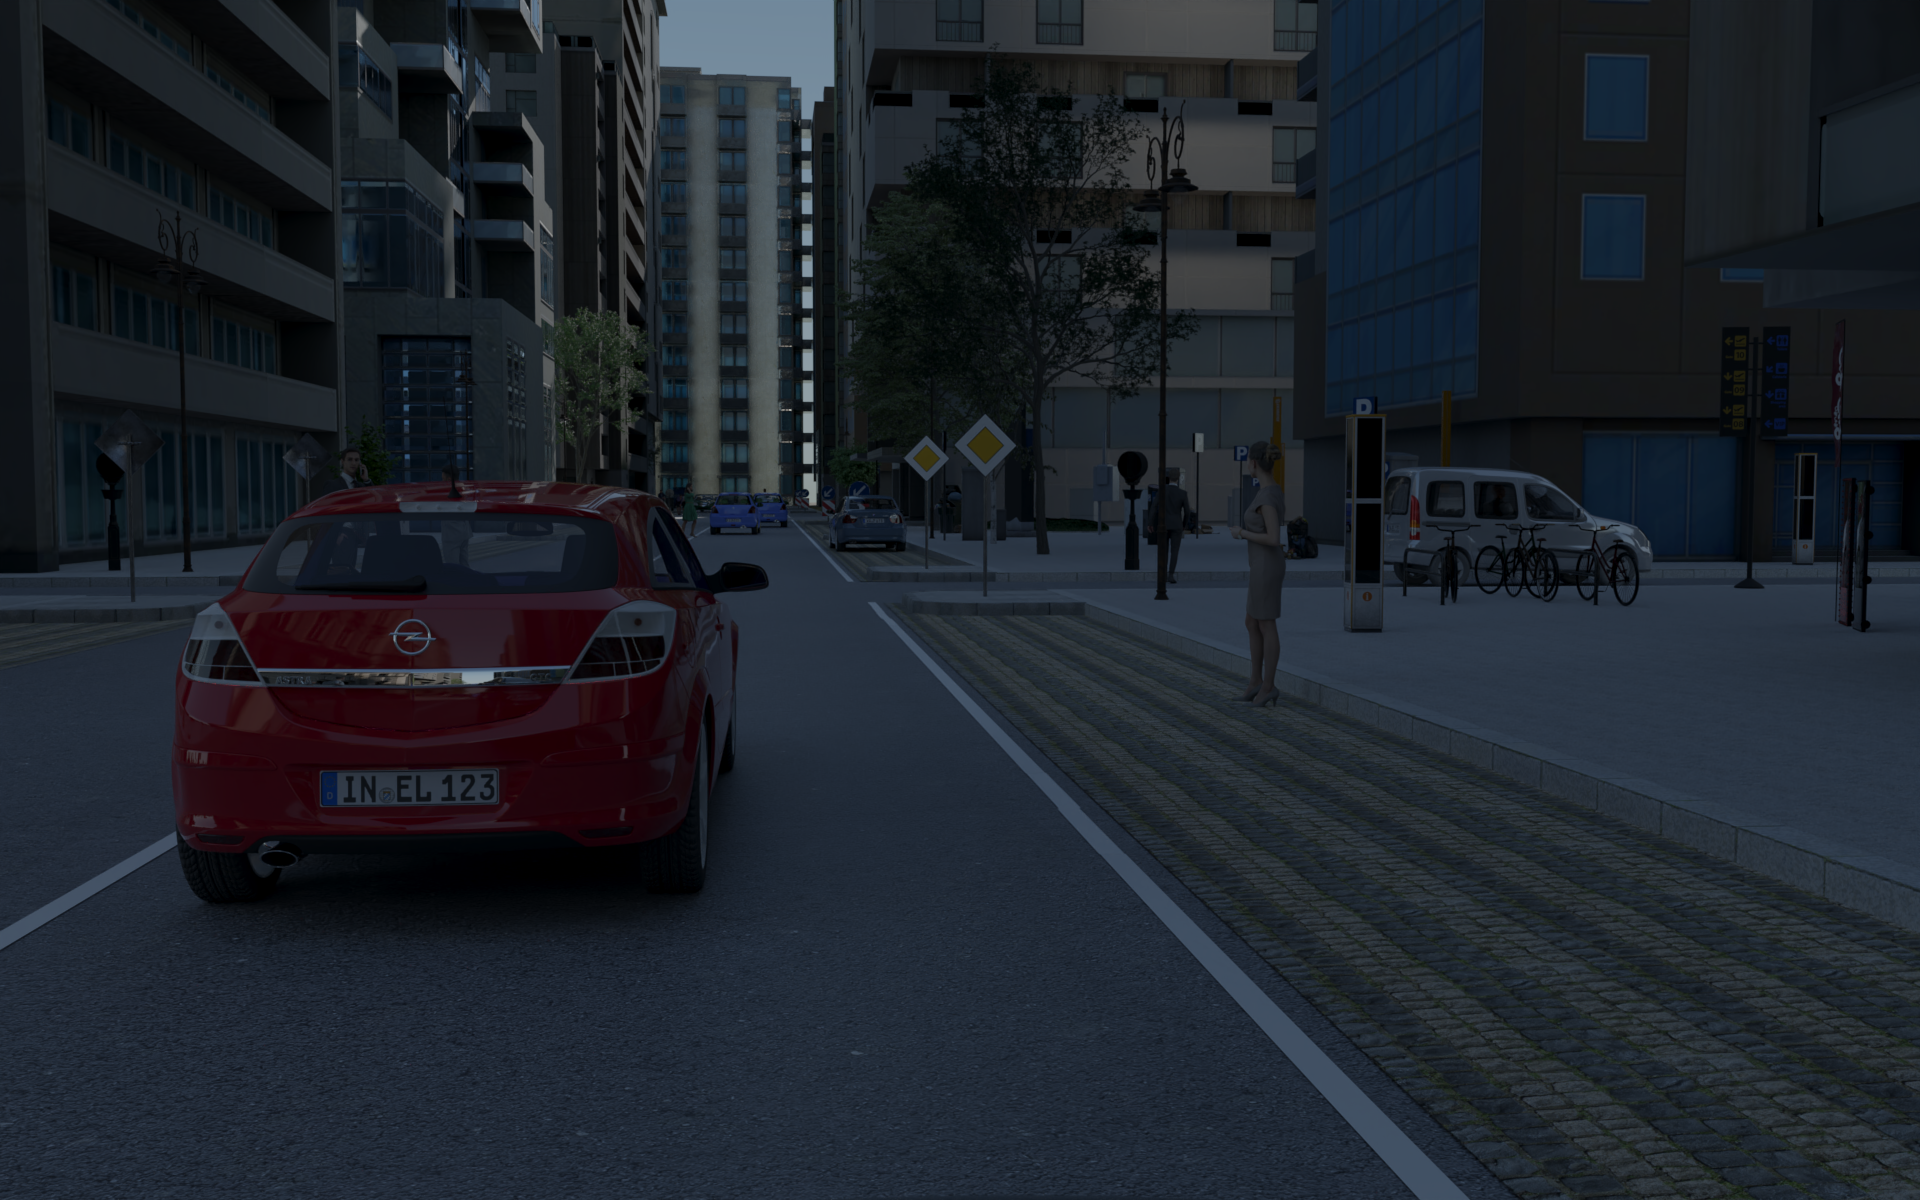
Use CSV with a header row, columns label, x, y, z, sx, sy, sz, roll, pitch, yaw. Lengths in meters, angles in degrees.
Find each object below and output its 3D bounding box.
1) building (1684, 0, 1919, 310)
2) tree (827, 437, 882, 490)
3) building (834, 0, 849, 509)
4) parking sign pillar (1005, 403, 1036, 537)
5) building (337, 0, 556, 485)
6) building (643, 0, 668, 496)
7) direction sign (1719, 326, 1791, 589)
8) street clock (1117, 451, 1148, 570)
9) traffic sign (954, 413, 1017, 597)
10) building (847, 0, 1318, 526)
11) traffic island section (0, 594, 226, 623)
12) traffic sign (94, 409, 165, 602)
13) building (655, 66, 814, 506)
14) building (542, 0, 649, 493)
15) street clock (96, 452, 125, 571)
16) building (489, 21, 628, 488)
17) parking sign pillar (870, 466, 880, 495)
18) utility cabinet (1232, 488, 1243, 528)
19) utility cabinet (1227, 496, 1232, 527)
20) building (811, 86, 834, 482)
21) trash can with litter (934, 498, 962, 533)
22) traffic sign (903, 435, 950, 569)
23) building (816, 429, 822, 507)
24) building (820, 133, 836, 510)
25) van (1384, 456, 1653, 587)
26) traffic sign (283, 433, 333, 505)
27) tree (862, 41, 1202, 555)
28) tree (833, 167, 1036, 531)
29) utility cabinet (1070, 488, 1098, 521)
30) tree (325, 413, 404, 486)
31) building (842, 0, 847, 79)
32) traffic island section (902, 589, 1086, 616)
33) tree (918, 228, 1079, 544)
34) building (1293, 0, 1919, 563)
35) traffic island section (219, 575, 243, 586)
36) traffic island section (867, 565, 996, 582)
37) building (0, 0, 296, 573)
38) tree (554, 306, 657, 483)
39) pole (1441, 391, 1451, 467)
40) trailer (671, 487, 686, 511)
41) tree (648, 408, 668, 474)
label,x,y,z,sx,sy,sz,roll,pitch,yaw
building,11.798,-19.808,7.458,14.154,41.232,14.086,0,4,-6
tree,-6.033,-7.117,100.077,4.285,4.588,4.351,0,3,0
building,-2.282,-27.171,127.841,14.154,41.232,14.086,0,4,-6
parking sign pillar,1.771,-3.871,51.769,1.447,3.967,1.447,-1,4,-21
building,-27.885,-46.256,68.954,22.319,86.520,31.000,0,4,-6
building,-41.741,-34.997,161.438,27.495,52.752,28.713,0,4,-6
direction sign,10.763,-1.928,23.515,0.876,3.537,0.379,0,4,7
street clock,2.908,-1.507,29.214,0.471,2.002,0.358,2,4,35
traffic sign,0.312,-1.100,21.622,0.795,2.450,0.064,0,4,-6
building,8.677,-30.118,81.668,28.713,52.752,27.495,0,4,-6
traffic island section,-9.845,0.104,20.577,2.009,0.180,2.903,0,4,-6
traffic sign,-9.822,-1.032,20.518,0.795,2.450,0.064,0,4,-6
building,-32.162,-35.313,196.975,30.456,49.044,23.786,0,4,-6
building,-34.526,-30.758,126.593,21.300,48.544,21.600,0,4,-6
street clock,-14.188,-1.495,29.009,0.471,2.002,0.358,-2,4,-25
building,-28.846,-20.658,109.468,14.160,30.474,14.107,0,4,-6
parking sign pillar,-5.103,-7.035,103.497,1.447,3.967,1.447,-1,4,-10
utility cabinet,10.810,-3.441,64.947,1.173,1.500,0.318,0,4,-7
utility cabinet,10.859,-3.406,66.844,1.020,1.237,0.306,-1,4,-11
building,-9.293,-33.290,194.394,14.200,45.320,14.600,0,4,-6
trash can with litter,-0.280,-2.761,56.536,1.055,1.170,0.624,-3,5,-41
traffic sign,-0.572,-1.585,29.558,0.795,2.450,0.064,0,4,-6
building,-2.215,-52.081,164.197,22.319,86.520,31.000,0,4,-6
building,-4.461,-22.667,142.305,14.160,30.474,14.107,0,4,-6
van,8.631,-1.219,26.945,4.112,2.044,2.013,0,4,-6
traffic sign,-10.706,-1.518,28.454,0.795,2.450,0.064,0,4,-6
tree,1.427,-6.246,36.531,7.601,10.594,8.767,0,4,-8
tree,-1.125,-8.727,60.811,7.486,12.596,7.792,0,3,0
utility cabinet,4.681,-3.458,65.216,1.173,1.500,0.318,3,5,44
tree,-14.264,-2.878,41.655,1.663,3.219,1.824,0,3,0
building,-0.400,-28.298,112.786,14.600,45.320,14.200,0,4,-6
traffic island section,0.335,0.035,21.702,2.009,0.180,2.903,0,4,-6
tree,0.893,-5.727,43.993,4.360,8.622,3.978,0,3,0
building,16.473,-23.722,37.962,14.200,45.320,14.600,0,4,-6
traffic island section,-10.729,-0.381,28.513,2.009,0.180,2.903,0,4,-6
traffic island section,-0.550,-0.450,29.638,2.009,0.180,2.903,0,4,-6
building,-26.674,-25.205,35.801,21.300,48.544,21.600,0,4,-6
tree,-20.773,-10.342,94.849,9.928,11.665,9.643,0,3,0
pole,9.591,-2.470,34.232,0.158,3.312,0.155,0,3,0
trailer,-23.328,-8.376,143.999,1.471,1.999,3.904,0,4,-7
tree,-26.484,-11.817,143.562,4.360,8.622,3.978,0,3,0
